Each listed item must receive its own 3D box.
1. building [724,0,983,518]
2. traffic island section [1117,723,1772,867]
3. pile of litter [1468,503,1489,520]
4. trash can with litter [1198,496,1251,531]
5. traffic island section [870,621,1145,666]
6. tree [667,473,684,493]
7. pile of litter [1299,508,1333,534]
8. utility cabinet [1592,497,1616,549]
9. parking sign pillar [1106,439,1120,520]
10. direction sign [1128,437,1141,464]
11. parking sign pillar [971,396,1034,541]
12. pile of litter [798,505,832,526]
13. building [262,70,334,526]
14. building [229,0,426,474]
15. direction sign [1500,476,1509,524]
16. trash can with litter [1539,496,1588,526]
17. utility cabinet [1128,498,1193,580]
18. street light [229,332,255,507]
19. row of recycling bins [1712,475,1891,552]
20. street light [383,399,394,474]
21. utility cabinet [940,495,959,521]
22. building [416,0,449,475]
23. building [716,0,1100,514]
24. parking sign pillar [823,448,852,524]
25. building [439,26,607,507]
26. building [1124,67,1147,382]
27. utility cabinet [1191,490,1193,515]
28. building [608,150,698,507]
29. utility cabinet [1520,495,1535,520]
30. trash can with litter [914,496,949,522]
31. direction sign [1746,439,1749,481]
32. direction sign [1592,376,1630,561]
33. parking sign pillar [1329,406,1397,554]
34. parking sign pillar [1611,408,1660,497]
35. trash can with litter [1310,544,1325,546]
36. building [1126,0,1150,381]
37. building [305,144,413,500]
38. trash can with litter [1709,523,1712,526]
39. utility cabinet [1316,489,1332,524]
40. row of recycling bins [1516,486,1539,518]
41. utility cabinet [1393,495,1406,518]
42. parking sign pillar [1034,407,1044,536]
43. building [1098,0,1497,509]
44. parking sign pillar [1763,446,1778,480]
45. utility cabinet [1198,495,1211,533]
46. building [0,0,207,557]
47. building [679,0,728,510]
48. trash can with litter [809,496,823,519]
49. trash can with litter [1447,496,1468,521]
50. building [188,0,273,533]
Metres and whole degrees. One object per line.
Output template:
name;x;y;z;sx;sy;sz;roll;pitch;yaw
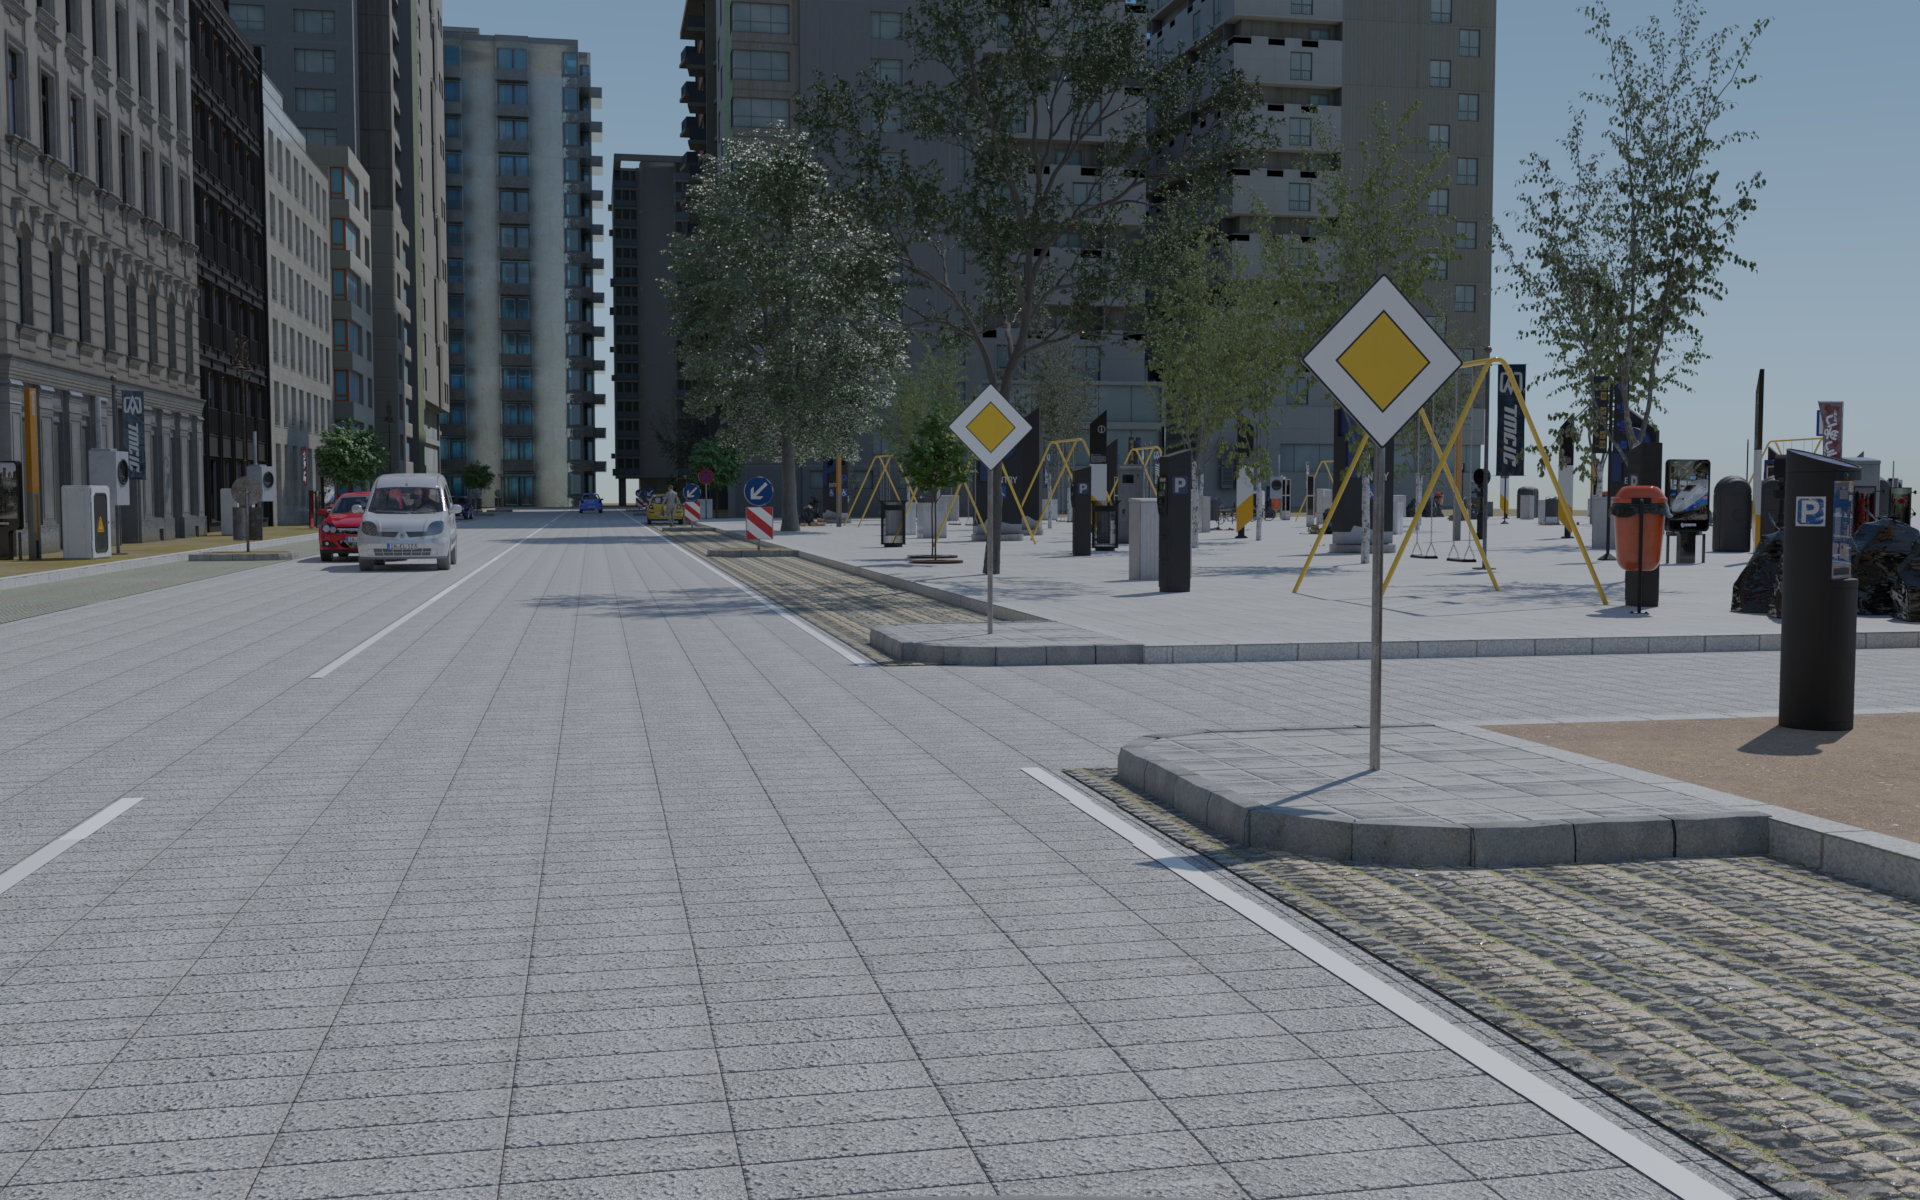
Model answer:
building;-6.821;-25.561;101.512;14.154;41.232;14.086;-1;4;-12
traffic island section;1.948;0.869;8.076;2.009;0.180;2.903;-1;4;-12
pile of litter;26.050;-4.481;87.224;1.176;0.858;1.719;1;4;19
trash can with litter;9.284;-3.055;61.014;2.233;1.210;1.678;-1;4;-12
traffic island section;0.294;0.391;15.888;2.009;0.180;2.903;-1;4;-12
tree;-24.538;-9.341;147.321;1.663;3.219;1.824;0;3;0
pile of litter;11.673;-2.543;55.543;1.719;0.858;1.176;0;4;-5
utility cabinet;15.338;-1.794;40.496;1.020;1.237;0.306;2;4;28
parking sign pillar;7.176;-5.886;84.705;1.447;3.967;1.447;2;4;32
direction sign;6.937;-4.701;68.859;0.379;3.537;0.876;3;4;38
parking sign pillar;1.027;-3.617;47.602;1.447;3.967;1.447;-1;4;-17
pile of litter;-5.860;-3.377;69.177;1.719;0.858;1.176;-2;4;-25
building;-33.882;-13.461;74.840;10.420;20.320;16.860;-1;4;-12
building;-45.089;-26.658;119.455;14.154;41.232;14.086;-1;4;-12
direction sign;23.289;-5.013;73.958;0.876;3.537;0.379;-1;4;-13
trash can with litter;24.702;-3.669;71.049;2.233;1.210;1.678;0;4;6
utility cabinet;3.032;-0.915;26.120;1.020;1.237;0.306;-2;4;-33
street light;-20.458;-4.690;49.468;0.468;5.910;1.993;-1;4;-12
row of recycling bins;18.362;-1.880;37.844;3.534;1.692;1.069;2;4;26
street light;-27.844;-6.839;84.600;0.468;5.910;1.993;-1;4;-12
utility cabinet;-0.577;-4.377;82.730;1.020;1.237;0.306;1;4;10
building;-56.341;-33.730;140.727;27.495;52.752;28.713;-1;4;-12
building;-2.873;-32.665;123.314;28.713;52.752;27.495;-1;4;-12
parking sign pillar;-5.462;-5.341;75.802;1.447;3.967;1.447;-3;5;-40
building;-52.607;-34.294;180.308;30.456;49.044;23.786;-1;4;-12
building;8.673;-29.273;162.200;14.086;41.232;14.154;-1;4;-12
utility cabinet;11.325;-4.820;87.486;1.173;1.500;0.318;-1;4;-18
building;-26.179;-30.476;190.161;23.993;40.220;32.217;-1;4;-12
utility cabinet;28.683;-4.672;87.551;0.306;1.237;1.020;0;4;-7
trash can with litter;-1.596;-4.197;79.674;2.233;1.210;1.678;2;4;31
direction sign;32.588;-4.876;71.724;0.379;3.537;0.876;2;4;26
direction sign;12.533;-2.533;33.411;0.876;3.537;0.379;-2;4;-24
parking sign pillar;8.841;-3.025;37.923;1.447;3.967;1.447;-1;4;-21
parking sign pillar;19.416;-3.754;49.850;1.447;3.967;1.447;-2;4;-34
trash can with litter;9.578;-1.894;42.032;1.678;1.210;2.233;0;4;-8
building;15.827;-53.841;192.967;31.000;86.520;22.319;-1;4;-12
building;-46.845;-15.445;97.562;27.650;21.520;28.899;-1;4;-12
trash can with litter;30.098;-3.541;68.955;1.678;1.210;2.233;-1;4;-19
utility cabinet;15.442;-3.958;73.394;0.318;1.500;1.173;2;4;29
row of recycling bins;30.545;-5.257;93.071;1.069;1.692;3.534;1;4;23
utility cabinet;23.846;-5.098;94.513;1.020;1.237;0.306;-1;4;-23
parking sign pillar;1.892;-4.011;54.054;1.447;3.967;1.447;1;4;16
building;30.433;-34.874;159.433;27.495;52.752;28.713;-1;4;-12
parking sign pillar;45.822;-6.662;97.391;1.447;3.967;1.447;-1;4;-19
utility cabinet;8.214;-2.871;58.107;0.306;1.237;1.020;0;4;2
building;-25.688;-11.824;42.477;9.793;20.994;18.267;-1;4;-12
building;-12.757;-30.321;150.376;22.147;44.769;28.867;-1;4;-12
trash can with litter;-7.292;-4.807;89.982;1.055;1.170;0.624;1;4;16
trash can with litter;23.728;-4.360;82.668;0.624;1.170;1.055;-3;4;-36
building;-31.452;-14.000;58.583;12.332;23.373;15.834;-1;4;-12
